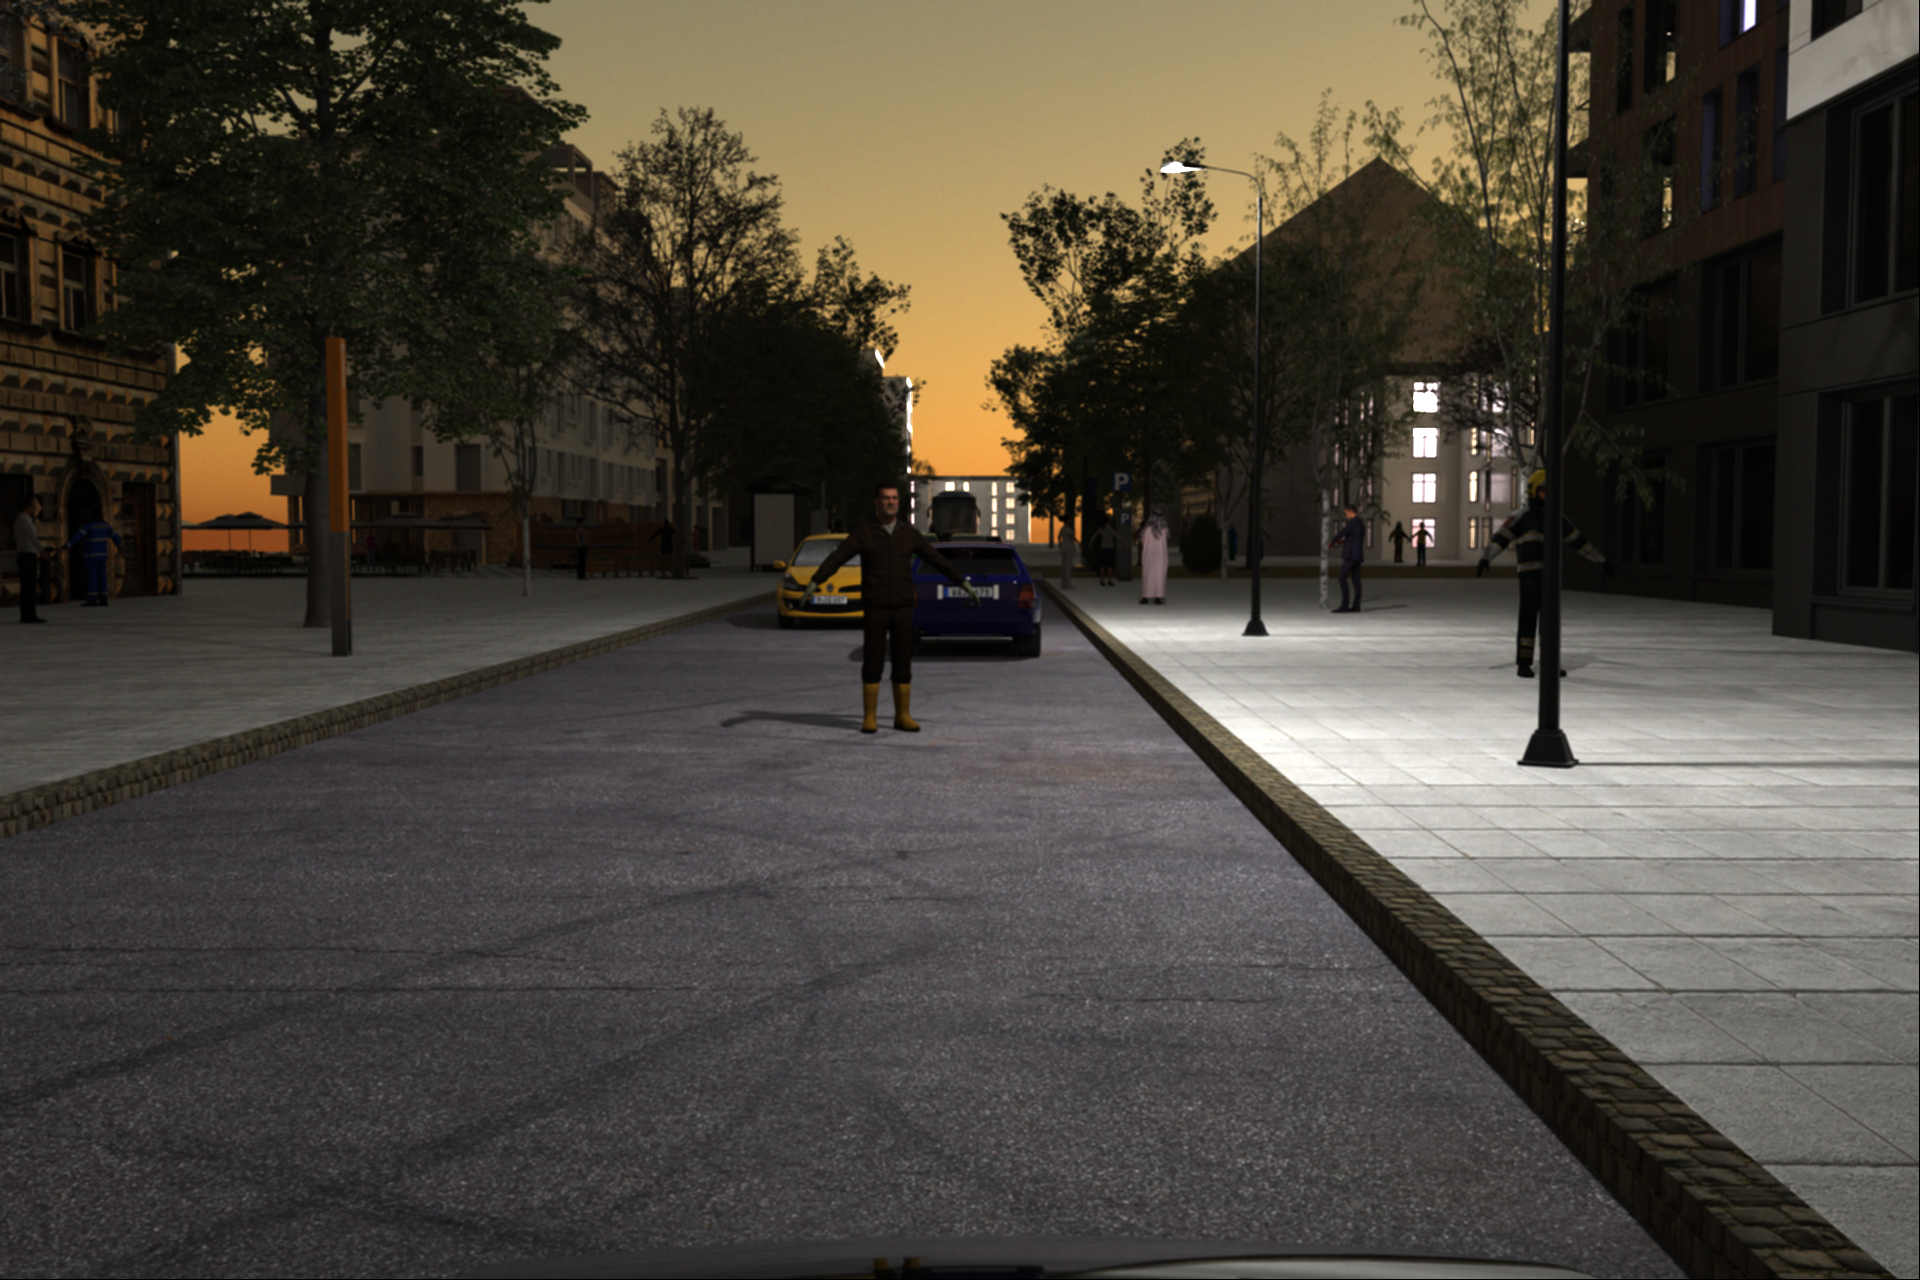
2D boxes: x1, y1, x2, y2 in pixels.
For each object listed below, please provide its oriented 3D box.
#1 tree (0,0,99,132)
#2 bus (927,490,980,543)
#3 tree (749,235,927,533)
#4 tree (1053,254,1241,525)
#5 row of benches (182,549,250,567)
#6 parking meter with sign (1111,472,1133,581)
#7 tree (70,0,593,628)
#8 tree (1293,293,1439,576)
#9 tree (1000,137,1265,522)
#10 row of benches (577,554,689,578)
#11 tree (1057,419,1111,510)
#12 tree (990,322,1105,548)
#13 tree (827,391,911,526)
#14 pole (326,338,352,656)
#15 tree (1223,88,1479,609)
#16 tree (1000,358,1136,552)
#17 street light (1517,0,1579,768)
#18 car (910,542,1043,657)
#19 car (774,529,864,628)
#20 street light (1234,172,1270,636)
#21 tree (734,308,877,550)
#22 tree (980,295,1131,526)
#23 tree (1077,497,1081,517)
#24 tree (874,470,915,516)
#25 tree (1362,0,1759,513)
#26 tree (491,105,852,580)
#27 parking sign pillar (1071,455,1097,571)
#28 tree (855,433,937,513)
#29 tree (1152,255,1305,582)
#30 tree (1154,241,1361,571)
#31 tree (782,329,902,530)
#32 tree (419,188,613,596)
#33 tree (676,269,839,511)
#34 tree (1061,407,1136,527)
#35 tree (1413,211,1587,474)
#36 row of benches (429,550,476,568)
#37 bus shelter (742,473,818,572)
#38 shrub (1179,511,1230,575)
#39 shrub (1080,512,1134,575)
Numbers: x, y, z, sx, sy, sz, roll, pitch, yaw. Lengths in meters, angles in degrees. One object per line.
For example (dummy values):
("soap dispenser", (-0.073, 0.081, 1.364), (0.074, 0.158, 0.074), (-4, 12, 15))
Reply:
("tree", (-8.984, -6.105, 10.186), (12.009, 13.543, 11.850), (0, 3, 0))
("bus", (-0.199, -6.642, 100.138), (2.896, 3.916, 12.251), (0, 4, 1))
("tree", (-8.472, -15.711, 112.761), (12.611, 20.169, 13.585), (0, 3, 0))
("tree", (7.640, -9.302, 70.221), (7.486, 12.596, 7.792), (0, 3, 0))
("row of benches", (-29.763, -3.275, 69.004), (1.422, 0.672, 4.104), (1, 4, 11))
("parking meter with sign", (4.517, -3.160, 47.927), (0.543, 3.016, 1.738), (0, 4, 1))
("tree", (-8.644, -6.470, 23.915), (7.486, 12.596, 7.792), (0, 3, 0))
("tree", (11.852, -6.308, 53.497), (4.360, 8.622, 3.978), (0, 3, 0))
("tree", (8.627, -13.882, 82.863), (12.611, 20.169, 13.585), (0, 3, 0))
("row of benches", (-9.677, -2.225, 51.835), (1.422, 0.672, 4.104), (3, 4, 36))
("tree", (8.233, -9.809, 110.733), (4.737, 8.622, 4.395), (0, 3, 0))
("tree", (9.351, -18.188, 153.269), (12.611, 20.169, 13.585), (0, 3, 0))
("tree", (-7.159, -12.992, 130.540), (7.486, 12.596, 7.792), (0, 3, 0))
("pole", (-6.498, -1.485, 18.122), (0.158, 3.312, 0.155), (0, 3, 0))
("tree", (6.054, -4.847, 29.616), (4.360, 8.622, 3.978), (0, 3, 0))
("tree", (7.795, -13.200, 122.477), (9.857, 13.997, 8.962), (0, 3, 0))
("street light", (3.820, -2.258, 9.461), (1.470, 5.913, 1.316), (0, 4, 1))
("car", (0.092, -0.551, 21.591), (1.945, 1.354, 3.894), (0, 3, 0))
("car", (-1.887, -1.060, 27.549), (2.015, 1.641, 3.980), (0, 4, 1))
("street light", (4.278, -3.007, 21.704), (1.470, 5.913, 1.316), (0, 4, 0))
("tree", (-7.736, -10.269, 86.017), (7.486, 12.596, 7.792), (0, 3, 0))
("tree", (7.922, -17.345, 139.477), (12.611, 20.169, 13.585), (0, 3, 0))
("tree", (19.091, -18.036, 245.247), (4.360, 8.622, 3.978), (0, 3, 0))
("tree", (-6.181, -12.041, 147.235), (4.737, 8.622, 4.395), (0, 3, 0))
("tree", (6.567, -4.253, 19.900), (4.360, 8.622, 3.978), (0, 3, 0))
("tree", (-7.893, -8.482, 49.044), (12.009, 13.543, 11.850), (0, 3, 0))
("parking sign pillar", (4.445, -4.372, 59.947), (1.447, 3.967, 1.447), (0, 4, 0))
("tree", (-6.568, -13.543, 155.842), (8.767, 10.594, 7.601), (-2, 4, -25))
("tree", (7.086, -5.862, 46.200), (4.360, 8.622, 3.978), (0, 3, 0))
("tree", (10.444, -8.266, 60.900), (9.928, 11.665, 9.643), (0, 3, 0))
("tree", (-6.894, -10.911, 96.516), (7.486, 12.596, 7.792), (0, 3, 0))
("tree", (-8.789, -5.228, 35.844), (4.360, 8.622, 3.978), (0, 3, 0))
("tree", (-8.737, -9.538, 74.066), (7.486, 12.596, 7.792), (0, 3, 0))
("tree", (7.696, -9.083, 98.871), (4.737, 8.622, 4.395), (0, 3, 0))
("tree", (22.250, -9.440, 64.721), (12.009, 13.543, 11.850), (0, 3, 0))
("row of benches", (-19.539, -3.131, 66.649), (1.422, 0.672, 4.104), (0, 4, 1))
("bus shelter", (-6.234, -4.080, 60.630), (2.014, 3.302, 5.546), (0, 4, 1))
("shrub", (7.778, -3.106, 55.196), (1.690, 2.028, 1.600), (0, 3, 0))
("shrub", (4.566, -3.023, 53.846), (1.690, 2.028, 1.600), (0, 3, 0))
